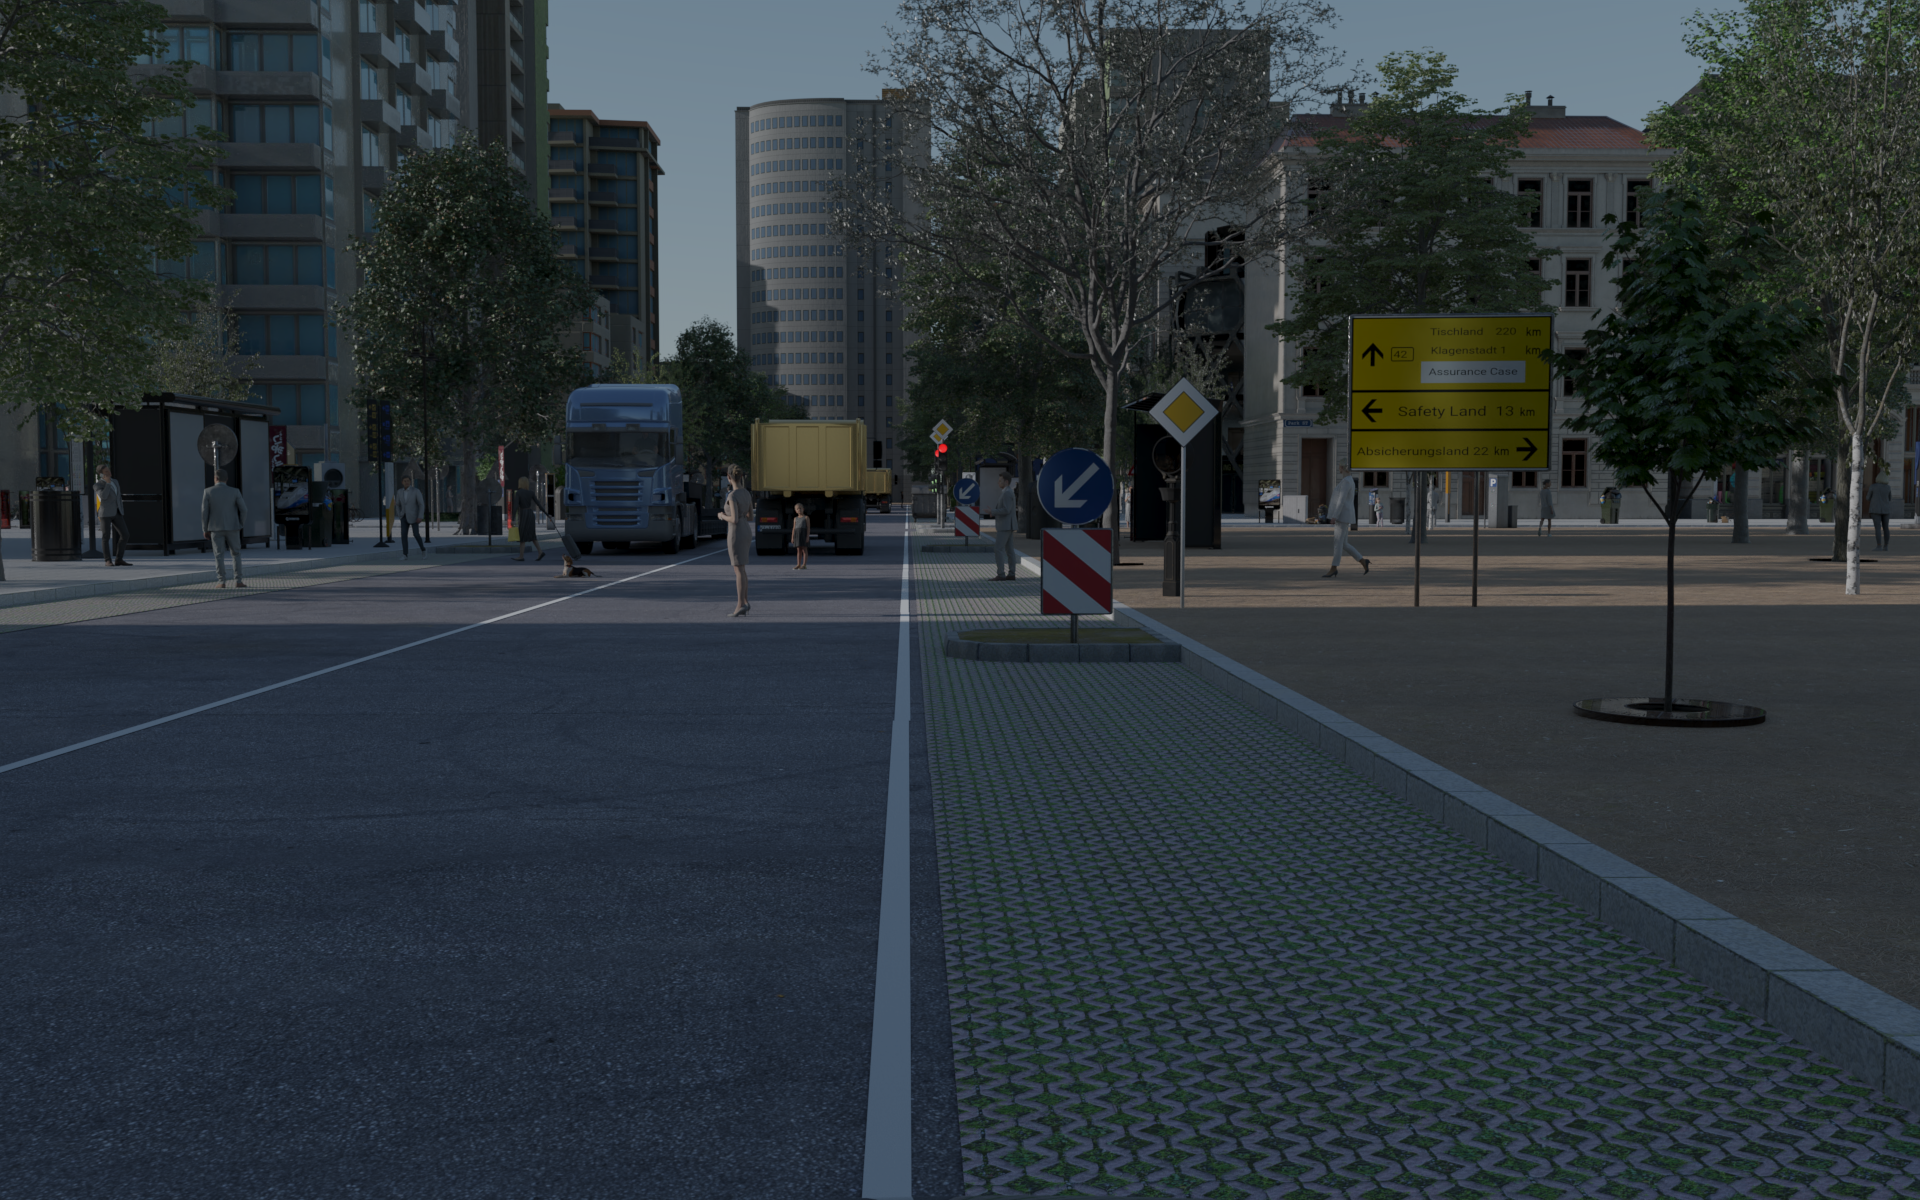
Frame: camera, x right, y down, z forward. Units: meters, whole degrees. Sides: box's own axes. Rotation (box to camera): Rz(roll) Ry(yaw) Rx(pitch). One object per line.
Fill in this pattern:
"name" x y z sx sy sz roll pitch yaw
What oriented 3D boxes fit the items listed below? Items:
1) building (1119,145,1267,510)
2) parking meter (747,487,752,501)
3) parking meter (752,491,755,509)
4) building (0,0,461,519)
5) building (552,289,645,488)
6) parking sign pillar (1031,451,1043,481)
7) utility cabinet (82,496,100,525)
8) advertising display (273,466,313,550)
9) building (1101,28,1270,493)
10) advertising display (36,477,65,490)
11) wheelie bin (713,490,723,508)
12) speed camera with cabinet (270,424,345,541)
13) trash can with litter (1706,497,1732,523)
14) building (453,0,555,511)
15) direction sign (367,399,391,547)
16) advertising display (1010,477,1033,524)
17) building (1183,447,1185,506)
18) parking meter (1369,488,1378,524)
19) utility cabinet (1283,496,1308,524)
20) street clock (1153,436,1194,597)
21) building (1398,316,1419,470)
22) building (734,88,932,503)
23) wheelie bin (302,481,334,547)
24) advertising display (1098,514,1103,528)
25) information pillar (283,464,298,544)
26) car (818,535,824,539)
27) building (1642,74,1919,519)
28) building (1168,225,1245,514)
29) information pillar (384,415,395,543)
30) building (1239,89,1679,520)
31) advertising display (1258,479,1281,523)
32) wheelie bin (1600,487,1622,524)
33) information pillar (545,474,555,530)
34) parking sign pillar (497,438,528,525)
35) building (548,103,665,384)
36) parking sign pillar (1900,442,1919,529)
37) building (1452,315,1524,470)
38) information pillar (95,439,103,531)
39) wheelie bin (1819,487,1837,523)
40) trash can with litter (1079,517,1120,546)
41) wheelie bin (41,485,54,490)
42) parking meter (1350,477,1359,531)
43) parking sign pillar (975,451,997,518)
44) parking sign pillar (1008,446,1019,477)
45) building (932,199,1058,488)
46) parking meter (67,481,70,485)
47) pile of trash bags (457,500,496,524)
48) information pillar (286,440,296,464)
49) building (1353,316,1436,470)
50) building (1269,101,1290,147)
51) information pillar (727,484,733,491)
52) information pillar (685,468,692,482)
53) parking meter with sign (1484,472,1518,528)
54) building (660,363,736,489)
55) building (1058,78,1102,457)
"building" 20.166 -21.360 136.623 14.401 28.519 23.554 0 4 -2
"parking meter" -16.829 -8.124 138.533 0.399 1.863 0.255 3 4 38
"parking meter" -17.436 -8.402 145.789 0.372 1.533 0.369 0 3 0
"building" -41.827 -29.313 98.884 23.786 49.044 30.456 0 4 -2
"building" -45.350 -19.328 161.053 27.650 21.520 28.899 0 4 -2
"parking sign pillar" 4.550 -6.559 95.709 1.447 3.967 1.447 -2 4 -27
"utility cabinet" -35.799 -3.652 70.879 1.020 1.237 0.306 0 4 -7
"advertising display" -15.352 -2.120 39.880 0.974 1.923 0.123 1 4 16
"building" 19.607 -28.917 156.392 14.154 41.232 14.086 0 4 -2
"advertising display" -33.700 -3.608 64.207 0.974 1.923 0.123 -1 4 -13
"wheelie bin" -18.126 -7.456 129.819 0.693 1.594 0.980 -1 4 -23
"speed camera with cabinet" -18.196 -3.292 48.156 2.038 3.252 0.660 -3 5 -43
"trash can with litter" 33.727 -4.012 76.979 1.055 1.170 0.624 2 4 30
"building" -38.982 -27.269 129.436 14.154 41.232 14.086 0 4 -2
"direction sign" -13.950 -3.037 41.648 0.379 3.537 0.876 1 4 16
"advertising display" 2.213 -3.589 63.891 0.974 1.923 0.123 -1 4 -9
"building" 31.877 -36.897 253.381 14.200 45.320 14.600 0 4 -2
"parking meter" 17.584 -3.990 73.647 0.372 1.533 0.369 0 3 0
"utility cabinet" 14.483 -3.893 74.808 1.020 1.237 0.306 2 4 30
"street clock" 2.668 -1.047 21.694 0.471 2.002 0.358 2 4 34
"building" 47.787 -31.832 204.044 14.086 41.232 14.154 0 4 -2
"building" -18.351 -43.580 254.539 28.212 58.520 21.231 0 4 -2
"wheelie bin" -15.567 -2.074 41.811 0.980 1.594 0.693 0 4 4
"advertising display" 4.082 -2.776 50.606 0.123 1.923 0.974 -1 4 -9
"information pillar" -16.545 -2.348 42.885 0.304 2.012 0.304 -1 4 -12
"car" -5.141 -2.691 55.995 2.014 1.417 4.499 0 4 -1
"building" 46.350 -16.128 92.575 19.941 23.489 11.050 0 4 -2
"building" 22.351 -15.253 116.833 16.820 18.784 16.811 0 4 -2
"information pillar" -14.996 -3.312 45.499 0.183 3.616 0.504 0 4 -2
"building" 25.821 -15.631 91.718 21.152 22.565 11.583 0 4 -2
"advertising display" 13.671 -4.361 76.523 0.974 1.923 0.123 1 4 17
"wheelie bin" 27.924 -4.057 74.245 0.980 1.594 0.693 -2 4 -29
"information pillar" -14.693 -3.526 62.135 0.304 2.012 0.304 -1 4 -19
"parking sign pillar" -18.566 -5.103 71.912 1.447 3.967 1.447 3 4 36
"building" -47.238 -33.171 196.974 28.867 44.769 22.147 0 4 -2
"parking sign pillar" 35.557 -4.612 63.881 1.447 3.967 1.447 2 4 24
"building" 61.883 -31.824 203.910 14.086 41.232 14.154 0 4 -2
"information pillar" -29.928 -4.215 60.265 0.183 3.616 0.504 -3 5 -44
"wheelie bin" 38.794 -4.249 77.382 0.693 1.594 0.980 3 4 36
"trash can with litter" 3.227 -1.781 40.511 1.055 1.170 0.624 1 4 9
"wheelie bin" -32.308 -3.279 61.514 0.693 1.594 0.980 -2 4 -26
"parking meter" 13.827 -3.364 60.712 0.255 1.863 0.399 1 4 13
"parking sign pillar" 1.461 -6.403 93.159 1.447 3.967 1.447 -2 4 -25
"parking sign pillar" 3.139 -6.685 97.775 1.447 3.967 1.447 2 4 26
"building" 10.245 -36.802 256.339 28.867 44.769 22.147 0 4 -2
"parking meter" -38.771 -4.280 75.691 0.255 1.863 0.399 0 4 -1
"pile of trash bags" -19.969 -3.995 75.062 1.912 1.369 3.447 2 4 33
"information pillar" -28.777 -5.086 74.505 0.504 3.616 0.183 1 4 20
"building" 60.500 -29.515 254.277 14.107 30.474 14.160 0 4 -2
"building" 28.383 -29.599 175.828 32.217 40.220 23.993 0 4 -2
"information pillar" -17.177 -7.633 129.292 0.304 2.012 0.304 1 4 22
"information pillar" -20.013 -8.349 127.861 0.504 3.616 0.183 -1 4 -15
"parking meter with sign" 20.226 -4.201 64.939 1.738 3.016 0.543 -2 4 -35
"building" -46.995 -25.267 258.150 28.899 21.520 27.650 0 4 -2
"building" 22.817 -35.204 199.280 21.300 48.544 21.600 0 4 -2
